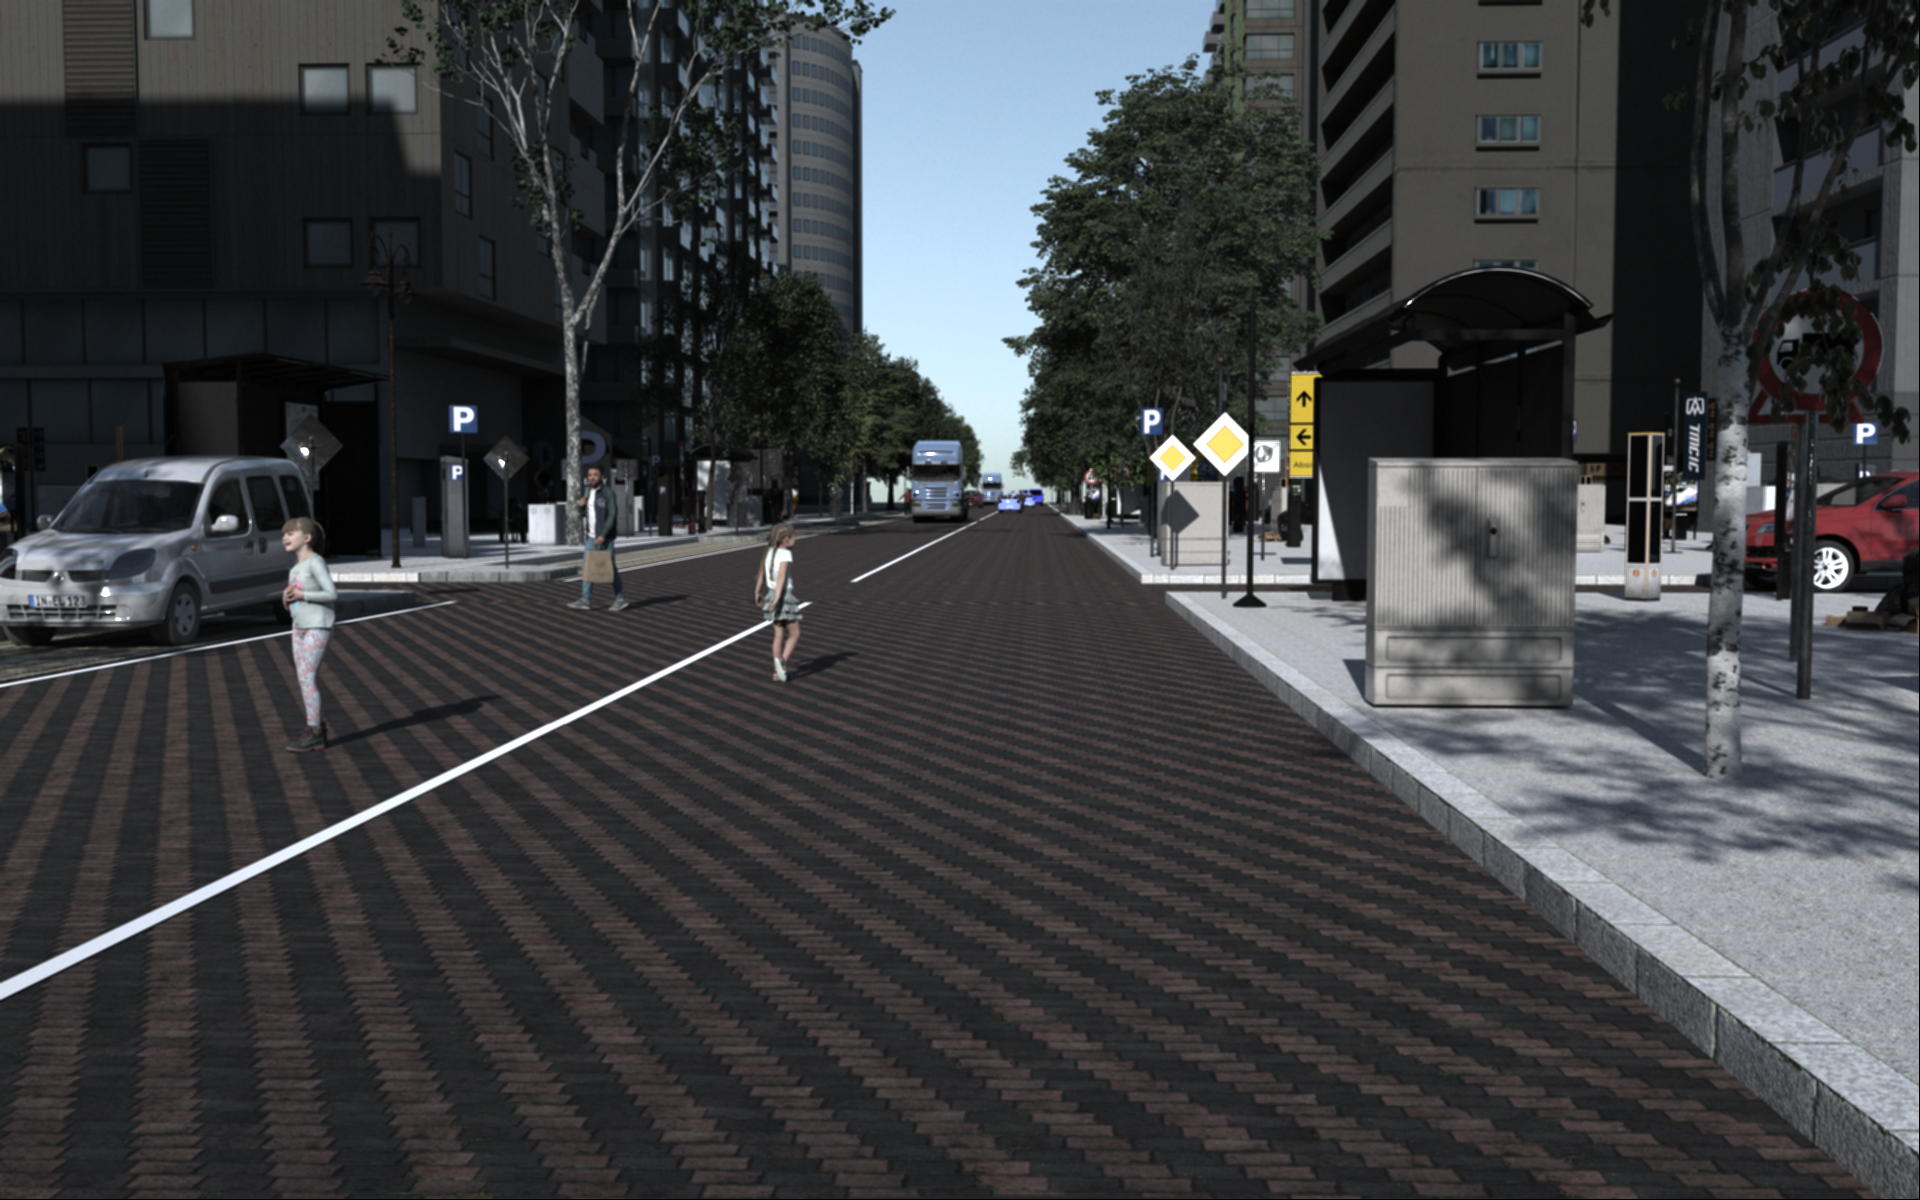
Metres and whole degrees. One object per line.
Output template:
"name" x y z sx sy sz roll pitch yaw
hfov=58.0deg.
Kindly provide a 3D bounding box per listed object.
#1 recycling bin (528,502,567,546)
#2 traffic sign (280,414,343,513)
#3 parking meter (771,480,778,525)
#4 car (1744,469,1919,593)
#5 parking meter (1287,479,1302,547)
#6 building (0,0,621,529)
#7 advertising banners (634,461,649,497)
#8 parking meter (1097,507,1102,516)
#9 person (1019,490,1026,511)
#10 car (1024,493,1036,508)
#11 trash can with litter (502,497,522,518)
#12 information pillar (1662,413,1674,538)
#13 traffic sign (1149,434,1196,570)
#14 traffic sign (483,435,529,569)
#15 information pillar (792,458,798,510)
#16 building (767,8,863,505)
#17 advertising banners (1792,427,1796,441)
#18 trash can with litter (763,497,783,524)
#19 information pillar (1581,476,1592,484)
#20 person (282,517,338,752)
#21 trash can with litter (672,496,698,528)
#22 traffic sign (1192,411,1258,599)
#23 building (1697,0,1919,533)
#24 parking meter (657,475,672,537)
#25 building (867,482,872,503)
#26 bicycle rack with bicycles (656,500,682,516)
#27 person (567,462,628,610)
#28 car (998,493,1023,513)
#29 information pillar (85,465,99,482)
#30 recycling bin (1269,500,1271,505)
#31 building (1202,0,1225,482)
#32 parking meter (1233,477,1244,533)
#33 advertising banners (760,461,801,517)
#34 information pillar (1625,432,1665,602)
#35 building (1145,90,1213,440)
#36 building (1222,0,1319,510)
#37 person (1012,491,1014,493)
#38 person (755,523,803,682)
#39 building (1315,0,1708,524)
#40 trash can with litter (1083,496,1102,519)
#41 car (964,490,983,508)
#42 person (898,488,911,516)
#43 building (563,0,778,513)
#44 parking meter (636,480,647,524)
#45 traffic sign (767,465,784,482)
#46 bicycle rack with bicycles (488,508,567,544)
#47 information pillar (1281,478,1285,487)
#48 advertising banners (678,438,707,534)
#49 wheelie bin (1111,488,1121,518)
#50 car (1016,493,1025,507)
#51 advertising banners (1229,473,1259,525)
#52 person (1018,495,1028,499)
"recycling bin" -10.321 -1.881 43.316 0.722 1.027 0.722 1 4 11
"traffic sign" -8.106 -1.102 21.665 0.795 2.450 0.064 0 4 2
"parking meter" -7.576 -3.982 70.818 0.255 1.863 0.399 0 4 -5
"car" 13.948 -1.028 25.479 5.304 1.827 2.281 0 4 1
"parking meter" 8.062 -2.206 41.779 0.255 1.863 0.399 0 4 -5
"building" -31.265 -29.661 74.199 28.713 52.752 27.495 0 4 2
"advertising banners" -17.406 -5.893 92.533 2.074 3.025 0.090 2 4 28
"parking meter" 8.248 -5.776 102.849 0.372 1.533 0.369 0 3 0
"person" 5.295 -8.373 145.956 0.434 1.755 0.990 3 5 40
"car" 6.887 -10.352 178.850 1.945 1.707 3.694 0 4 2
"trash can with litter" -16.414 -3.135 62.647 0.624 1.170 1.055 3 4 38
"information pillar" 20.565 -3.599 50.197 0.504 3.616 0.183 -2 4 -33
"traffic sign" 3.569 -1.559 29.139 0.795 2.450 0.064 0 4 2
"traffic sign" -7.764 -1.590 29.643 0.795 2.450 0.064 0 4 2
"information pillar" -9.620 -6.652 100.110 0.504 3.616 0.183 -1 4 -20
"building" -23.856 -41.061 213.350 21.231 58.520 28.212 0 4 2
"advertising banners" 21.311 -3.012 45.431 0.090 3.025 2.074 -2 4 -32
"trash can with litter" -8.059 -3.830 74.000 0.624 1.170 1.055 2 4 34
"information pillar" 25.095 -3.974 69.466 0.304 2.012 0.304 -1 4 -19
"person" -3.676 0.186 9.742 0.425 1.301 0.394 2 4 24
"trash can with litter" -10.376 -3.343 65.721 1.678 1.210 2.233 -1 4 -17
"traffic sign" 3.227 -1.071 21.161 0.795 2.450 0.064 0 4 2
"building" 38.658 -30.931 47.715 28.212 58.520 21.231 0 4 2
"parking meter" -8.924 -2.852 52.336 0.399 1.863 0.255 2 4 23
"building" -28.984 -33.541 240.271 32.217 40.220 23.993 0 4 2
"bicycle rack with bicycles" -17.121 -5.511 103.491 2.852 0.926 2.925 3 5 40
"person" -4.395 -0.774 21.147 0.713 1.824 0.794 -2 4 -32
"car" 3.794 -7.402 130.610 1.945 1.707 3.694 0 4 4
"information pillar" -21.910 -2.403 43.776 0.304 2.012 0.304 -2 4 -30
"recycling bin" 14.019 -3.872 75.865 0.722 1.027 0.722 -2 4 -27
"building" 33.062 -32.561 151.977 23.786 49.044 30.456 0 4 2
"parking meter" 9.302 -3.188 57.838 0.255 1.863 0.399 -1 4 -11
"advertising banners" -9.497 -5.902 92.691 2.074 3.025 0.090 -1 4 -13
"information pillar" 8.214 -0.996 20.784 0.304 2.012 0.304 -3 4 -36
"building" 38.198 -38.797 223.566 28.713 52.752 27.495 0 4 2
"building" 26.608 -27.314 130.185 14.154 41.232 14.086 0 4 2
"person" 4.501 -8.400 146.775 0.436 1.711 0.756 -1 4 -20
"person" -1.443 0.011 13.336 0.505 1.210 0.382 3 5 44
"building" 29.496 -28.054 82.390 21.300 48.544 21.600 0 4 2
"trash can with litter" 6.816 -4.727 88.668 1.055 1.170 0.624 3 5 43
"car" 1.246 -10.270 176.590 2.281 1.827 5.304 0 4 4
"person" -3.413 -6.427 113.521 1.348 1.831 0.705 0 4 -3
"building" -28.094 -32.487 150.766 23.786 49.044 30.456 0 4 2
"parking meter" -13.437 -4.122 73.102 0.399 1.863 0.255 -3 4 -36
"traffic sign" -8.040 -4.615 75.554 0.768 2.556 0.104 0 4 3
"bicycle rack with bicycles" -11.184 -1.976 45.684 2.852 0.926 2.925 0 4 -5
"information pillar" 14.982 -4.611 79.885 0.304 2.012 0.304 3 4 36
"advertising banners" -8.581 -3.625 55.459 0.090 3.025 2.074 1 4 16
"wheelie bin" 8.296 -5.102 91.325 0.980 1.594 0.693 2 4 30
"car" 6.263 -11.022 189.808 1.945 1.707 3.694 0 4 2
"advertising banners" 11.550 -4.581 71.086 0.090 3.025 2.074 -3 4 -38
"person" 6.199 -10.083 174.077 1.217 1.735 0.721 0 4 8
